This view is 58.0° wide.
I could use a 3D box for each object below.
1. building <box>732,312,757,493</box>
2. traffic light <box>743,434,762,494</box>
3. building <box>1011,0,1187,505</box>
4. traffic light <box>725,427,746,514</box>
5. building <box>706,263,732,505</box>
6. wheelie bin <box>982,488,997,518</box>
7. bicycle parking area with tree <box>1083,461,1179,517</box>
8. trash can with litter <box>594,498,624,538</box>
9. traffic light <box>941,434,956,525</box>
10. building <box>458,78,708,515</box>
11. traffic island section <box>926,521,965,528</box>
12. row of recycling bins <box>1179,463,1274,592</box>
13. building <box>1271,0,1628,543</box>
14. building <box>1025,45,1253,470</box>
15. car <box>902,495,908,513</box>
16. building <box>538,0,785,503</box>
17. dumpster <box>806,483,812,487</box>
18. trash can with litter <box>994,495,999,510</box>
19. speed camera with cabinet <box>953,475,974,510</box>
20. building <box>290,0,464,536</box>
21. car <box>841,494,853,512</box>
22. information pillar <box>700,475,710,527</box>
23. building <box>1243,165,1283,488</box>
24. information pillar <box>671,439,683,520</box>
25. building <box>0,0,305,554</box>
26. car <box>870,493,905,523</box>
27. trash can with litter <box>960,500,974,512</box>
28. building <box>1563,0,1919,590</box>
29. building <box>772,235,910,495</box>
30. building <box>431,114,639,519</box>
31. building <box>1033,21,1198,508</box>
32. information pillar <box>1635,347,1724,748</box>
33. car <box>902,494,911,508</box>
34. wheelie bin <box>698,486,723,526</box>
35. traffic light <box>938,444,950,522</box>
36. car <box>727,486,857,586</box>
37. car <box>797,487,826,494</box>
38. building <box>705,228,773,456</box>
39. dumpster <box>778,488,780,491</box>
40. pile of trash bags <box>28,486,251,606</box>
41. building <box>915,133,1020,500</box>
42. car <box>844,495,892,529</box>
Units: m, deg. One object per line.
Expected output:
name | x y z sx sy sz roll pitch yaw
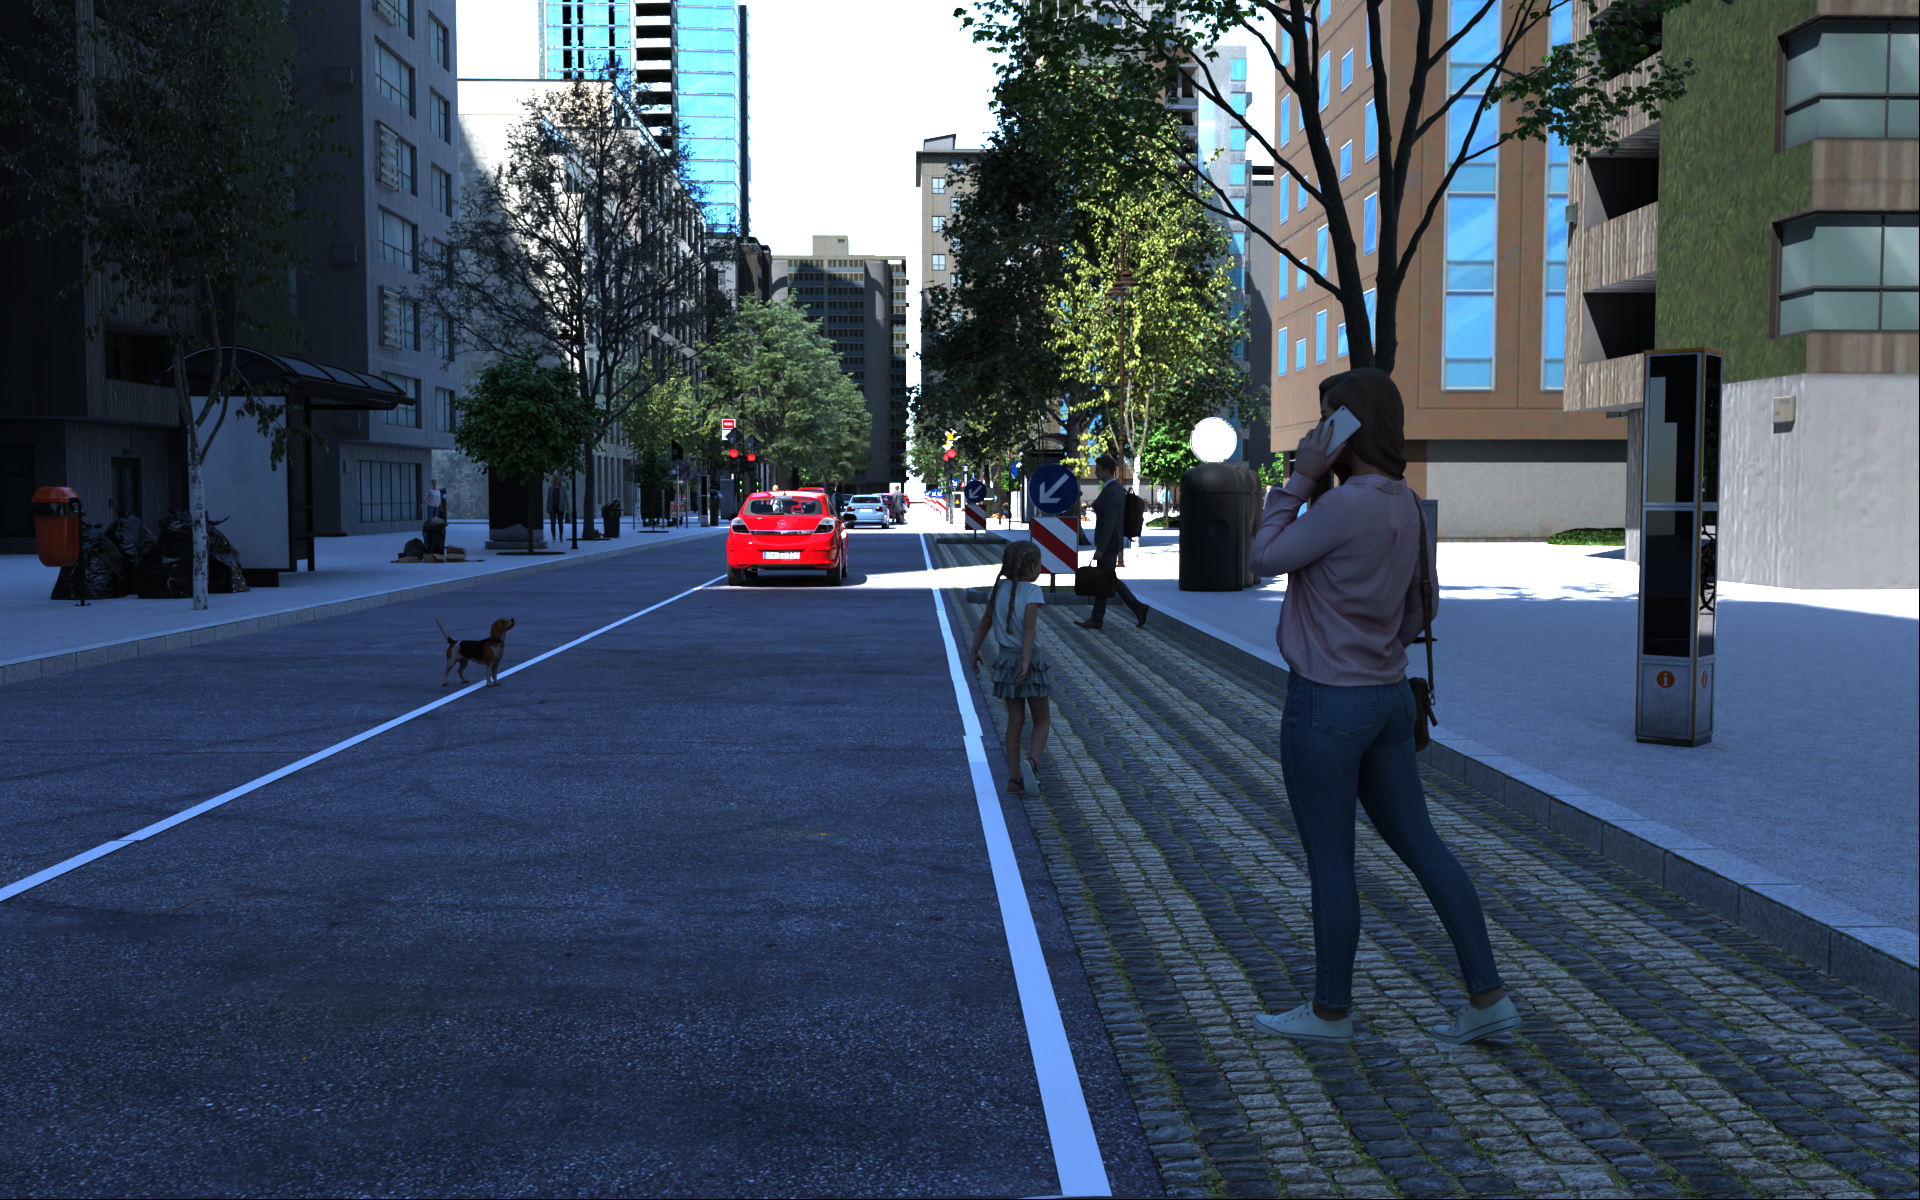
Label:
building | -35.060 -19.878 170.051 27.650 21.520 28.899 0 4 -2
traffic light | -9.668 -5.611 80.665 0.839 4.253 0.868 0 4 -2
building | 16.010 -47.394 213.150 20.563 71.187 20.611 0 4 -2
traffic light | -9.440 -5.123 72.684 0.839 4.253 0.868 0 4 -2
building | -26.248 -19.368 146.352 12.332 23.373 15.834 0 4 -2
wheelie bin | 1.437 -5.083 91.014 0.980 1.594 0.693 0 4 -1
bicycle parking area with tree | 10.400 -7.035 102.024 9.016 4.147 8.231 3 5 44
trash can with litter | -10.384 -2.397 50.572 1.055 1.170 0.624 -2 4 -32
traffic light | -0.383 -5.140 72.957 0.839 4.253 0.868 0 4 -2
building | -29.358 -19.357 121.001 19.350 26.468 34.151 0 4 -2
traffic island section | -0.571 -3.595 81.054 2.009 0.180 2.903 0 4 -2
row of recycling bins | 3.716 -1.055 24.359 1.069 1.692 3.534 1 4 14
building | 17.682 -24.513 50.905 14.600 45.320 14.200 0 4 -2
building | 18.658 -34.789 188.406 23.786 49.044 30.456 0 4 -2
car | -4.928 -7.261 130.719 2.014 1.417 4.499 0 4 0
building | -37.560 -54.882 209.988 31.000 86.520 22.319 0 4 -2
dumpster | -12.735 -8.600 143.102 1.502 2.255 1.985 0 4 -2
trash can with litter | 1.641 -5.400 99.342 2.233 1.210 1.678 1 4 11
speed camera with cabinet | 0.366 -8.827 138.652 2.038 3.252 0.660 0 4 5
building | -24.701 -22.853 57.241 14.086 41.232 14.154 0 4 -2
car | -8.296 -7.073 125.436 2.009 1.686 4.222 0 4 -1
information pillar | -9.934 -3.856 67.531 0.304 2.012 0.304 0 4 7
building | 36.860 -32.660 217.582 14.086 41.232 14.154 0 4 -2
information pillar | -11.955 -5.007 73.226 0.504 3.616 0.183 -1 4 -21
building | -24.397 -16.335 38.780 14.160 30.474 14.107 0 4 -2
car | -3.817 -4.707 86.003 2.155 1.783 4.494 0 4 -1
trash can with litter | 0.560 -6.956 125.121 1.055 1.170 0.624 -1 4 -23
building | 18.050 -15.752 29.248 14.160 30.474 14.107 0 4 -2
building | -19.660 -34.903 262.540 23.993 40.220 32.217 0 4 -2
building | -24.358 -14.747 95.862 10.420 20.320 16.860 0 4 -2
building | 14.451 -31.556 166.048 14.600 45.320 14.200 0 4 -2
information pillar | 3.693 -0.269 8.896 0.304 2.012 0.304 3 5 41
car | -6.066 -10.357 178.379 2.155 1.783 4.494 0 4 -2
wheelie bin | -9.996 -3.771 69.571 0.980 1.594 0.693 -1 4 -22
traffic light | -0.611 -5.628 80.939 0.839 4.253 0.868 0 4 -2
car | -2.787 -1.191 28.518 2.155 1.783 4.494 0 4 -2
car | -8.330 -5.389 96.780 2.281 1.827 5.304 0 4 -2
building | -28.346 -25.728 192.351 14.160 30.474 14.107 0 4 -2
dumpster | -12.351 -6.544 112.761 1.264 1.857 1.865 0 4 -2
pile of trash bags | -10.273 -0.706 21.293 1.912 1.369 3.447 0 4 2
building | 7.094 -41.104 261.288 27.495 52.752 28.713 0 4 -2
car | -3.845 -3.666 71.942 2.014 1.417 4.499 0 4 -1
